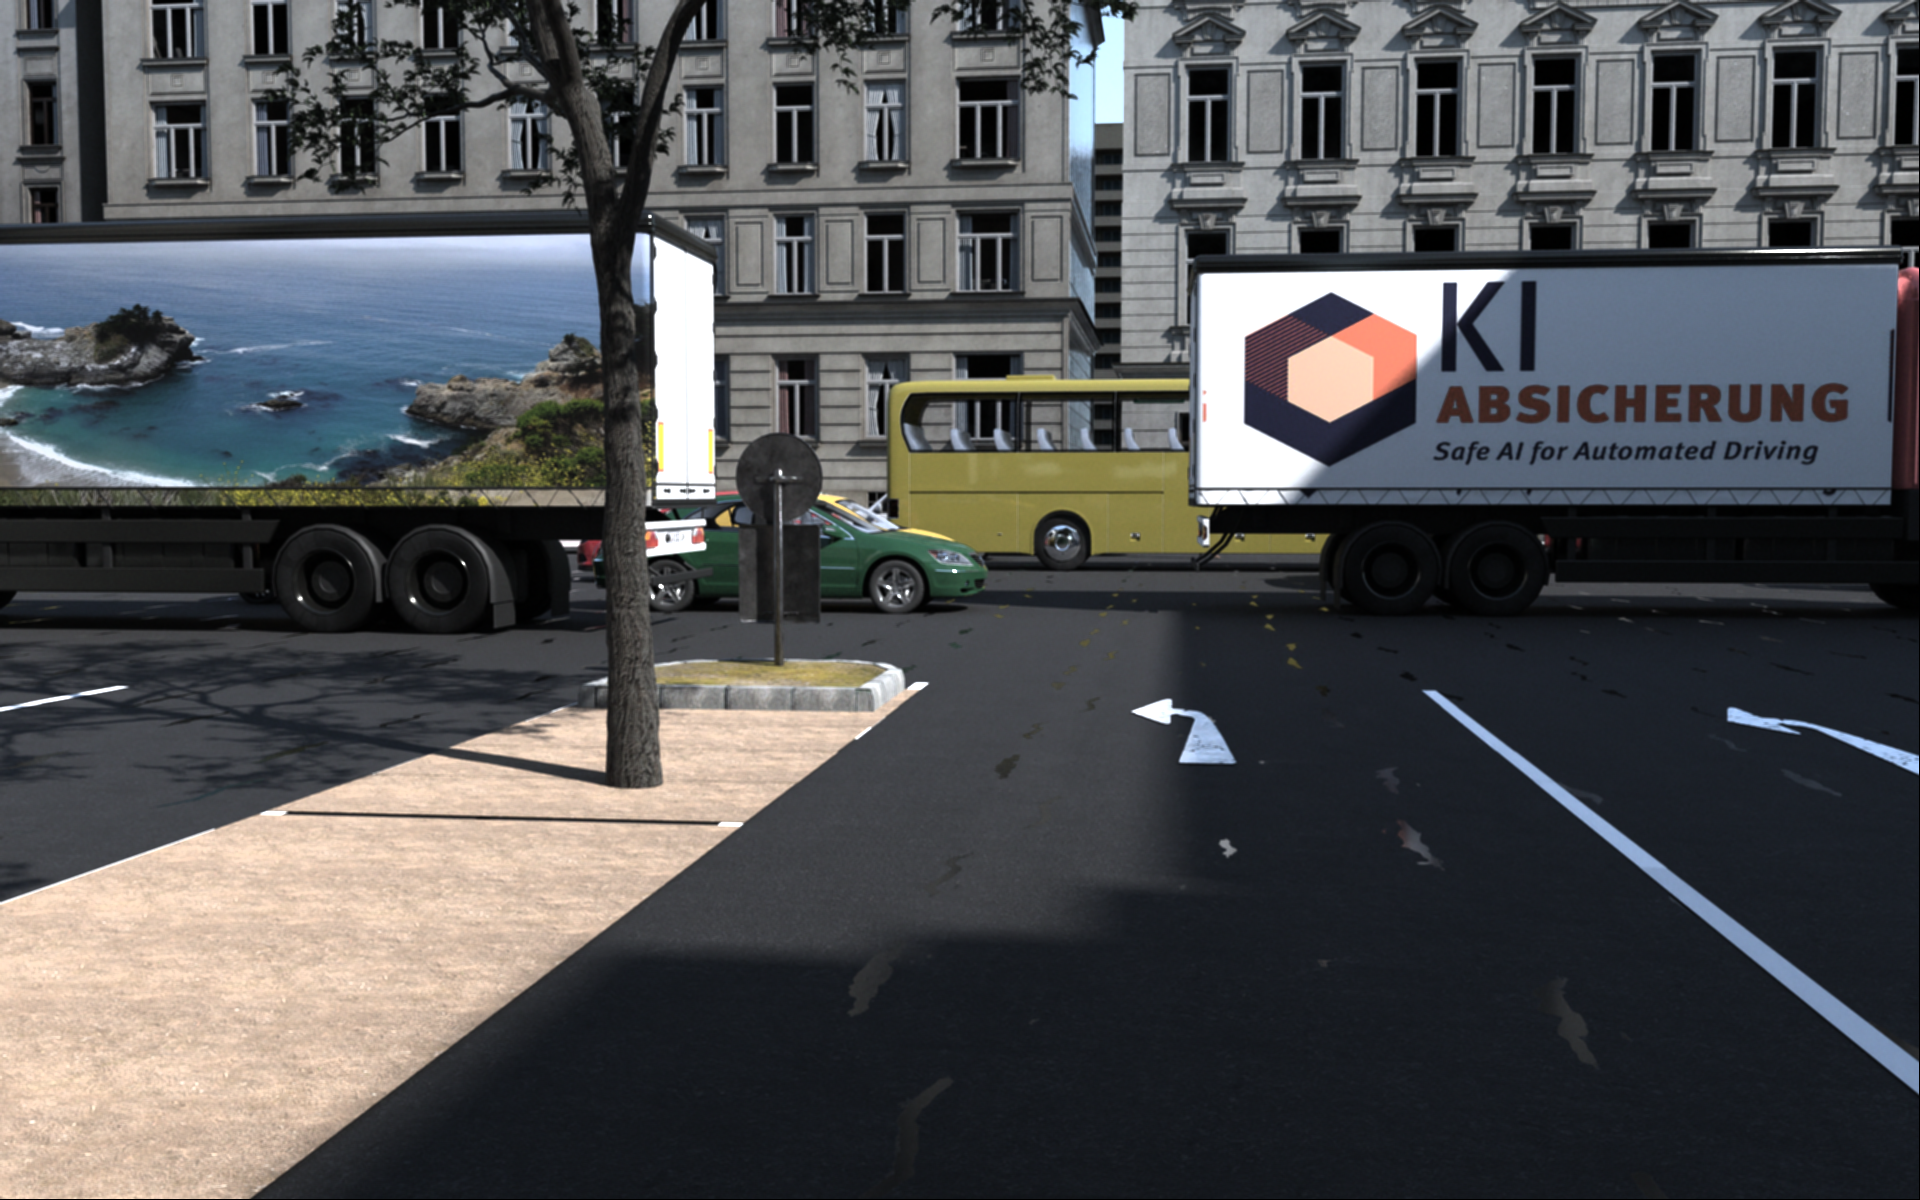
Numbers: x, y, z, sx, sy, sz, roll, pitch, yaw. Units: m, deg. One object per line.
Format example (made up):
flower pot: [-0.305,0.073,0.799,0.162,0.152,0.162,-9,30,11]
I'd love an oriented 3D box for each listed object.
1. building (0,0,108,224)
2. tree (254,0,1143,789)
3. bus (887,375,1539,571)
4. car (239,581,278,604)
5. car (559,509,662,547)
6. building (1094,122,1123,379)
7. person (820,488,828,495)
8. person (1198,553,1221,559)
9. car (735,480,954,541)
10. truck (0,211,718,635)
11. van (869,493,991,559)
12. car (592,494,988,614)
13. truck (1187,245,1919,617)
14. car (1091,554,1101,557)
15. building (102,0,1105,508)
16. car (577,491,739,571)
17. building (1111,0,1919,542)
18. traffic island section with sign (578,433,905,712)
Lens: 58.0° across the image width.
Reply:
building: [-34.670,-12.766,57.873,18.267,20.994,9.793,0,4,7]
tree: [-1.532,-4.382,8.521,8.767,10.594,7.601,0,4,7]
bus: [4.836,-2.527,32.866,12.252,3.916,2.896,0,4,7]
car: [-7.691,-0.792,23.181,3.980,1.641,2.015,0,4,6]
car: [-9.031,-1.824,42.191,4.827,1.381,2.083,1,4,8]
building: [14.582,-36.270,216.710,21.600,48.544,21.300,0,4,7]
person: [-3.488,-2.057,42.848,0.841,1.734,0.376,3,4,37]
person: [5.449,-1.824,38.499,0.721,1.800,0.419,0,4,7]
car: [-1.847,-0.881,24.636,3.980,1.641,2.015,1,4,9]
truck: [-8.445,-1.843,19.040,11.283,4.237,2.839,0,4,7]
van: [-0.987,-1.890,37.915,4.112,2.044,2.013,1,4,8]
car: [-2.102,-0.605,21.690,4.920,1.459,2.131,0,4,6]
truck: [8.445,-1.960,20.956,11.283,4.237,2.839,0,4,6]
car: [1.804,-1.771,40.746,4.920,1.459,2.131,0,4,7]
building: [-10.187,-13.650,56.456,30.059,22.955,16.112,0,4,7]
car: [-4.088,-1.189,28.476,4.494,1.783,2.155,1,4,9]
building: [26.653,-16.849,51.895,44.131,29.872,17.030,0,4,7]
traffic island section with sign: [-1.434,-0.258,12.356,2.006,1.907,1.989,0,4,7]
